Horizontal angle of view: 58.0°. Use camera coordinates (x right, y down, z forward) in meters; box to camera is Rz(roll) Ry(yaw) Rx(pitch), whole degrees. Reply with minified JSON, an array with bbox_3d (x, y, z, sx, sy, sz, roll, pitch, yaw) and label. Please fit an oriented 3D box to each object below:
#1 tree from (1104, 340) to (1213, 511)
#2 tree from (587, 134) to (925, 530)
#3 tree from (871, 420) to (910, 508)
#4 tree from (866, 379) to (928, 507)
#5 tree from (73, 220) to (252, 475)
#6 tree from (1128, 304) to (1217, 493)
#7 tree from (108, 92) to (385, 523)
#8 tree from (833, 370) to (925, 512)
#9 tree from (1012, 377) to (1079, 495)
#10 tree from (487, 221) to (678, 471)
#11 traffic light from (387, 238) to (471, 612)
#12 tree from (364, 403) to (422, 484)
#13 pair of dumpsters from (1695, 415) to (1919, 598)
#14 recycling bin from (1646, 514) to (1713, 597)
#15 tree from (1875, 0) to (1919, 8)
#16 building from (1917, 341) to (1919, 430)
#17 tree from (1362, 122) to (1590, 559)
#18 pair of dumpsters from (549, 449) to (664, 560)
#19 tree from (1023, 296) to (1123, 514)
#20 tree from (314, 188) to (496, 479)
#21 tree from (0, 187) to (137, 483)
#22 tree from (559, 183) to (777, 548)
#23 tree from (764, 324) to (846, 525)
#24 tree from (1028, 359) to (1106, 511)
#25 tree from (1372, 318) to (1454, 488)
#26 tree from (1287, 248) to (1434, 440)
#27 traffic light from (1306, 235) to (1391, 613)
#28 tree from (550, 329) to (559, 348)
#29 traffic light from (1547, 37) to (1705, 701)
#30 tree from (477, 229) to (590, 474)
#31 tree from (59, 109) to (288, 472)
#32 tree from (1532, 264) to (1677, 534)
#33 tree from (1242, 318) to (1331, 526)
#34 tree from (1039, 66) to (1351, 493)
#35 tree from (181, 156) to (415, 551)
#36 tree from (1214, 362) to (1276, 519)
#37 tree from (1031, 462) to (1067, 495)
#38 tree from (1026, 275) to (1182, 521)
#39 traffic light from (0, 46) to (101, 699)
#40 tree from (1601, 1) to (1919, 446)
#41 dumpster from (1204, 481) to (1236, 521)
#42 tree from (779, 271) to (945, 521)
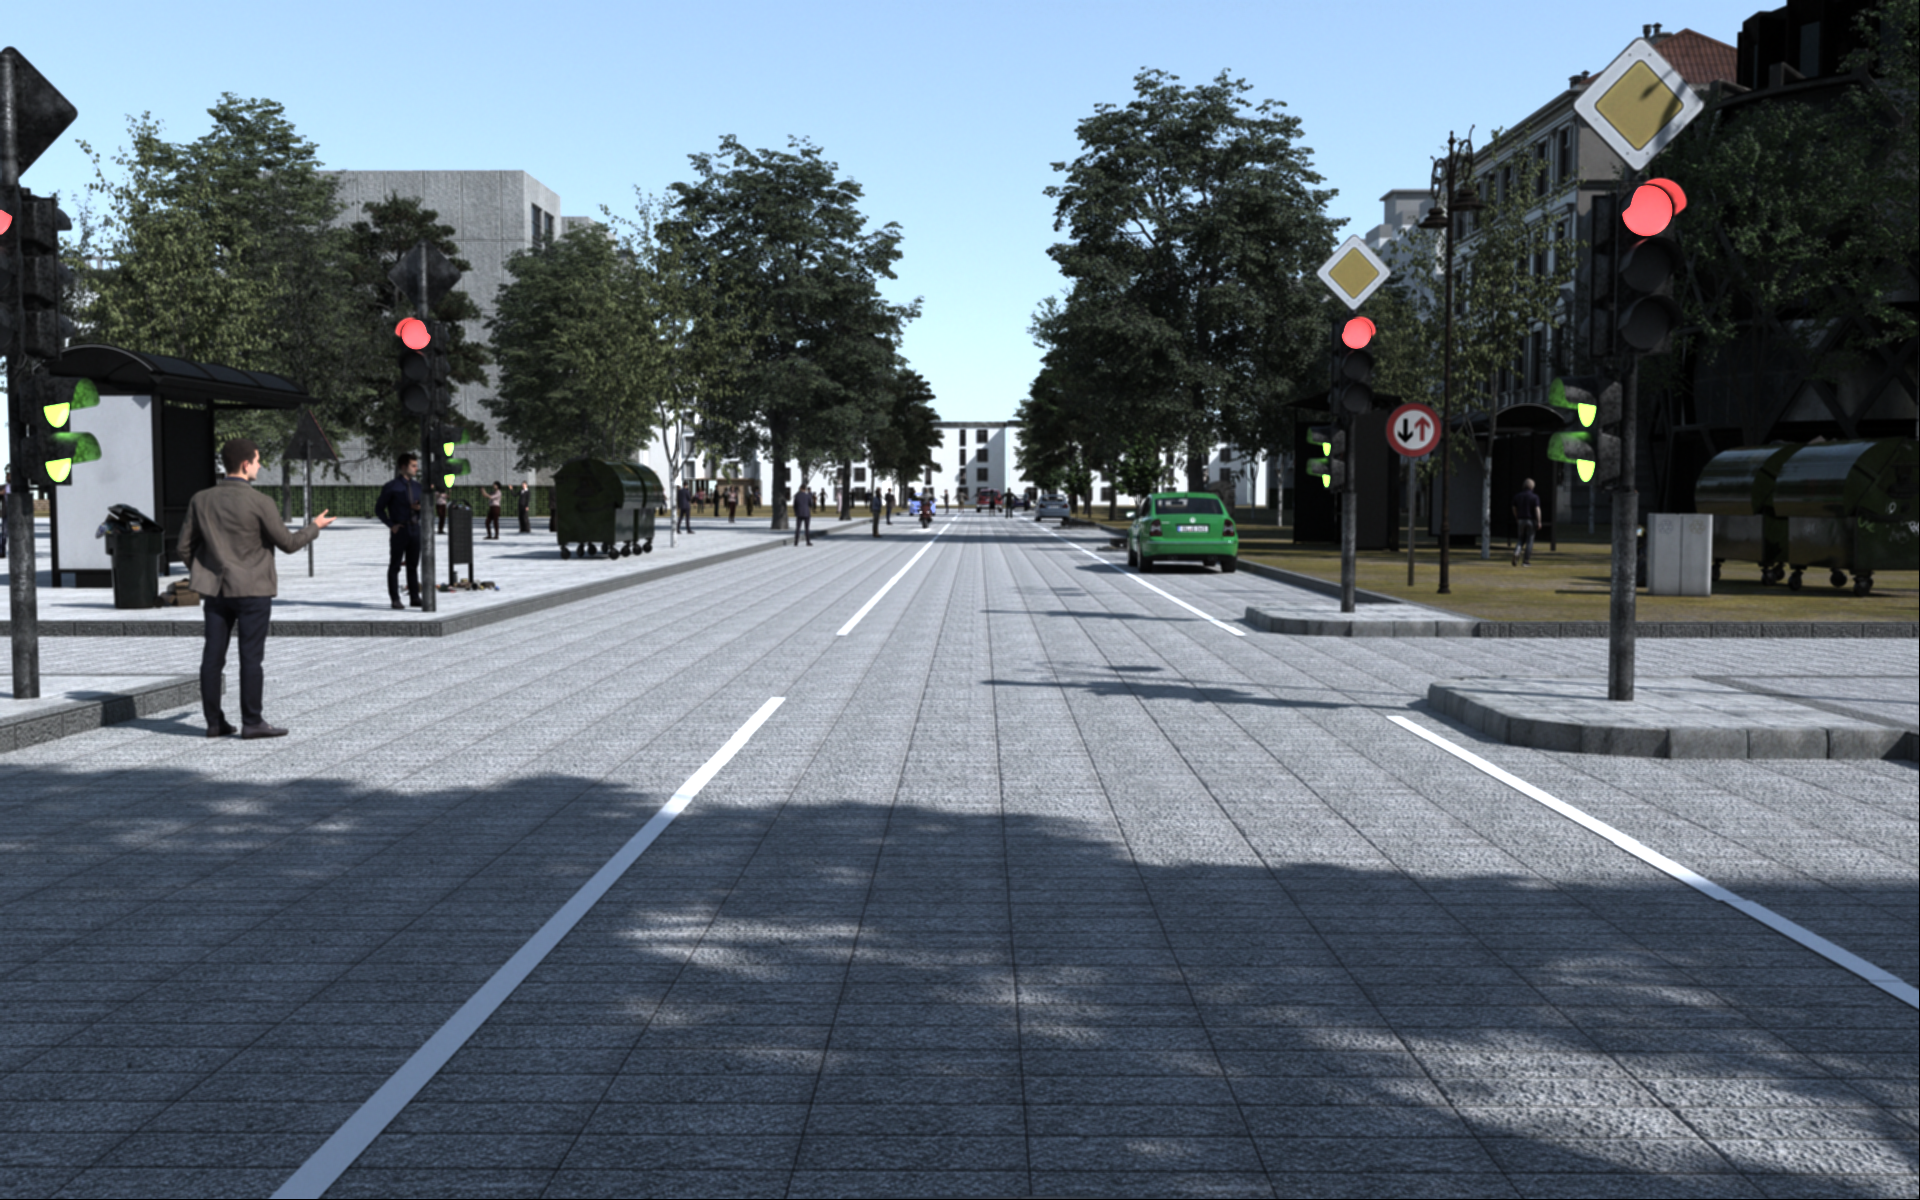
[{"bbox_3d":[7.837,-7.567,74.084,4.737,8.622,4.395,0,3,0],"label":"tree"},{"bbox_3d":[-6.358,-9.488,61.789,9.857,13.997,8.962,0,3,0],"label":"tree"},{"bbox_3d":[-6.030,-12.594,156.274,4.360,8.622,3.978,0,3,0],"label":"tree"},{"bbox_3d":[-5.985,-15.293,168.171,7.486,12.596,7.792,0,3,0],"label":"tree"},{"bbox_3d":[-31.010,-8.863,66.962,6.751,12.117,7.091,0,3,0],"label":"tree"},{"bbox_3d":[7.352,-6.824,61.930,4.360,8.622,3.978,0,3,0],"label":"tree"},{"bbox_3d":[-20.215,-8.024,49.323,7.486,12.596,7.792,0,3,0],"label":"tree"},{"bbox_3d":[-5.841,-11.396,120.738,7.601,10.594,8.767,-2,4,-32],"label":"tree"},{"bbox_3d":[8.411,-15.249,167.454,7.486,12.596,7.792,0,3,0],"label":"tree"},{"bbox_3d":[-15.622,-9.415,72.064,7.486,12.596,7.792,0,3,0],"label":"tree"},{"bbox_3d":[-5.773,-1.805,18.765,0.839,4.213,0.868,0,4,1],"label":"traffic light"},{"bbox_3d":[-27.973,-8.336,86.664,4.737,8.622,4.395,0,3,0],"label":"tree"},{"bbox_3d":[11.606,-1.279,23.401,1.574,2.255,4.436,0,4,1],"label":"pair of dumpsters"},{"bbox_3d":[9.127,-0.577,21.994,0.722,1.027,0.722,1,4,19],"label":"recycling bin"},{"bbox_3d":[18.453,-6.370,29.900,9.928,11.665,9.643,0,3,0],"label":"tree"},{"bbox_3d":[39.037,-14.996,42.454,25.104,27.353,12.463,0,4,1],"label":"building"},{"bbox_3d":[10.259,-5.134,34.301,4.737,8.622,4.395,0,3,0],"label":"tree"},{"bbox_3d":[-7.255,-2.030,35.692,1.574,2.255,4.436,0,4,1],"label":"pair of dumpsters"},{"bbox_3d":[7.916,-12.384,109.908,7.806,13.903,7.818,0,3,0],"label":"tree"},{"bbox_3d":[-20.234,-8.585,62.419,6.751,12.117,7.091,0,3,0],"label":"tree"},{"bbox_3d":[-21.403,-5.537,40.889,4.360,8.622,3.978,0,3,0],"label":"tree"},{"bbox_3d":[-6.733,-5.553,41.154,4.737,8.622,4.395,0,3,0],"label":"tree"},{"bbox_3d":[-6.358,-7.427,71.799,4.360,8.622,3.978,0,3,0],"label":"tree"},{"bbox_3d":[8.643,-12.985,134.353,6.751,12.117,7.091,0,3,0],"label":"tree"},{"bbox_3d":[18.259,-7.331,70.223,4.360,8.622,3.978,0,3,0],"label":"tree"},{"bbox_3d":[18.313,-9.861,79.359,7.486,12.596,7.792,0,3,0],"label":"tree"},{"bbox_3d":[4.188,-1.800,18.675,0.839,4.213,0.868,0,4,1],"label":"traffic light"},{"bbox_3d":[-10.231,-6.213,51.950,4.737,8.622,4.395,0,3,0],"label":"tree"},{"bbox_3d":[4.103,-1.312,10.691,0.839,4.213,0.868,0,4,1],"label":"traffic light"},{"bbox_3d":[-18.266,-10.768,82.707,9.857,13.997,8.962,0,3,0],"label":"tree"},{"bbox_3d":[-15.143,-5.088,33.557,4.737,8.622,4.395,0,3,0],"label":"tree"},{"bbox_3d":[20.746,-6.458,55.948,4.360,8.622,3.978,0,3,0],"label":"tree"},{"bbox_3d":[12.788,-7.228,68.532,4.360,8.622,3.978,0,3,0],"label":"tree"},{"bbox_3d":[6.881,-8.821,50.876,9.857,13.997,8.962,0,3,0],"label":"tree"},{"bbox_3d":[-14.445,-5.408,38.779,4.360,8.622,3.978,0,3,0],"label":"tree"},{"bbox_3d":[15.356,-8.599,90.963,4.737,8.622,4.395,0,3,0],"label":"tree"},{"bbox_3d":[7.539,-10.026,147.639,4.285,4.588,4.351,0,3,0],"label":"tree"},{"bbox_3d":[7.112,-9.512,81.279,9.928,11.665,9.643,0,3,0],"label":"tree"},{"bbox_3d":[-5.858,-1.317,10.780,0.839,4.213,0.868,0,4,1],"label":"traffic light"},{"bbox_3d":[20.111,-7.227,43.915,9.928,11.665,9.643,0,3,0],"label":"tree"},{"bbox_3d":[11.257,-4.236,75.014,1.264,1.857,1.865,0,4,1],"label":"dumpster"},{"bbox_3d":[-5.497,-9.893,83.810,6.751,12.117,7.091,0,3,0],"label":"tree"}]
